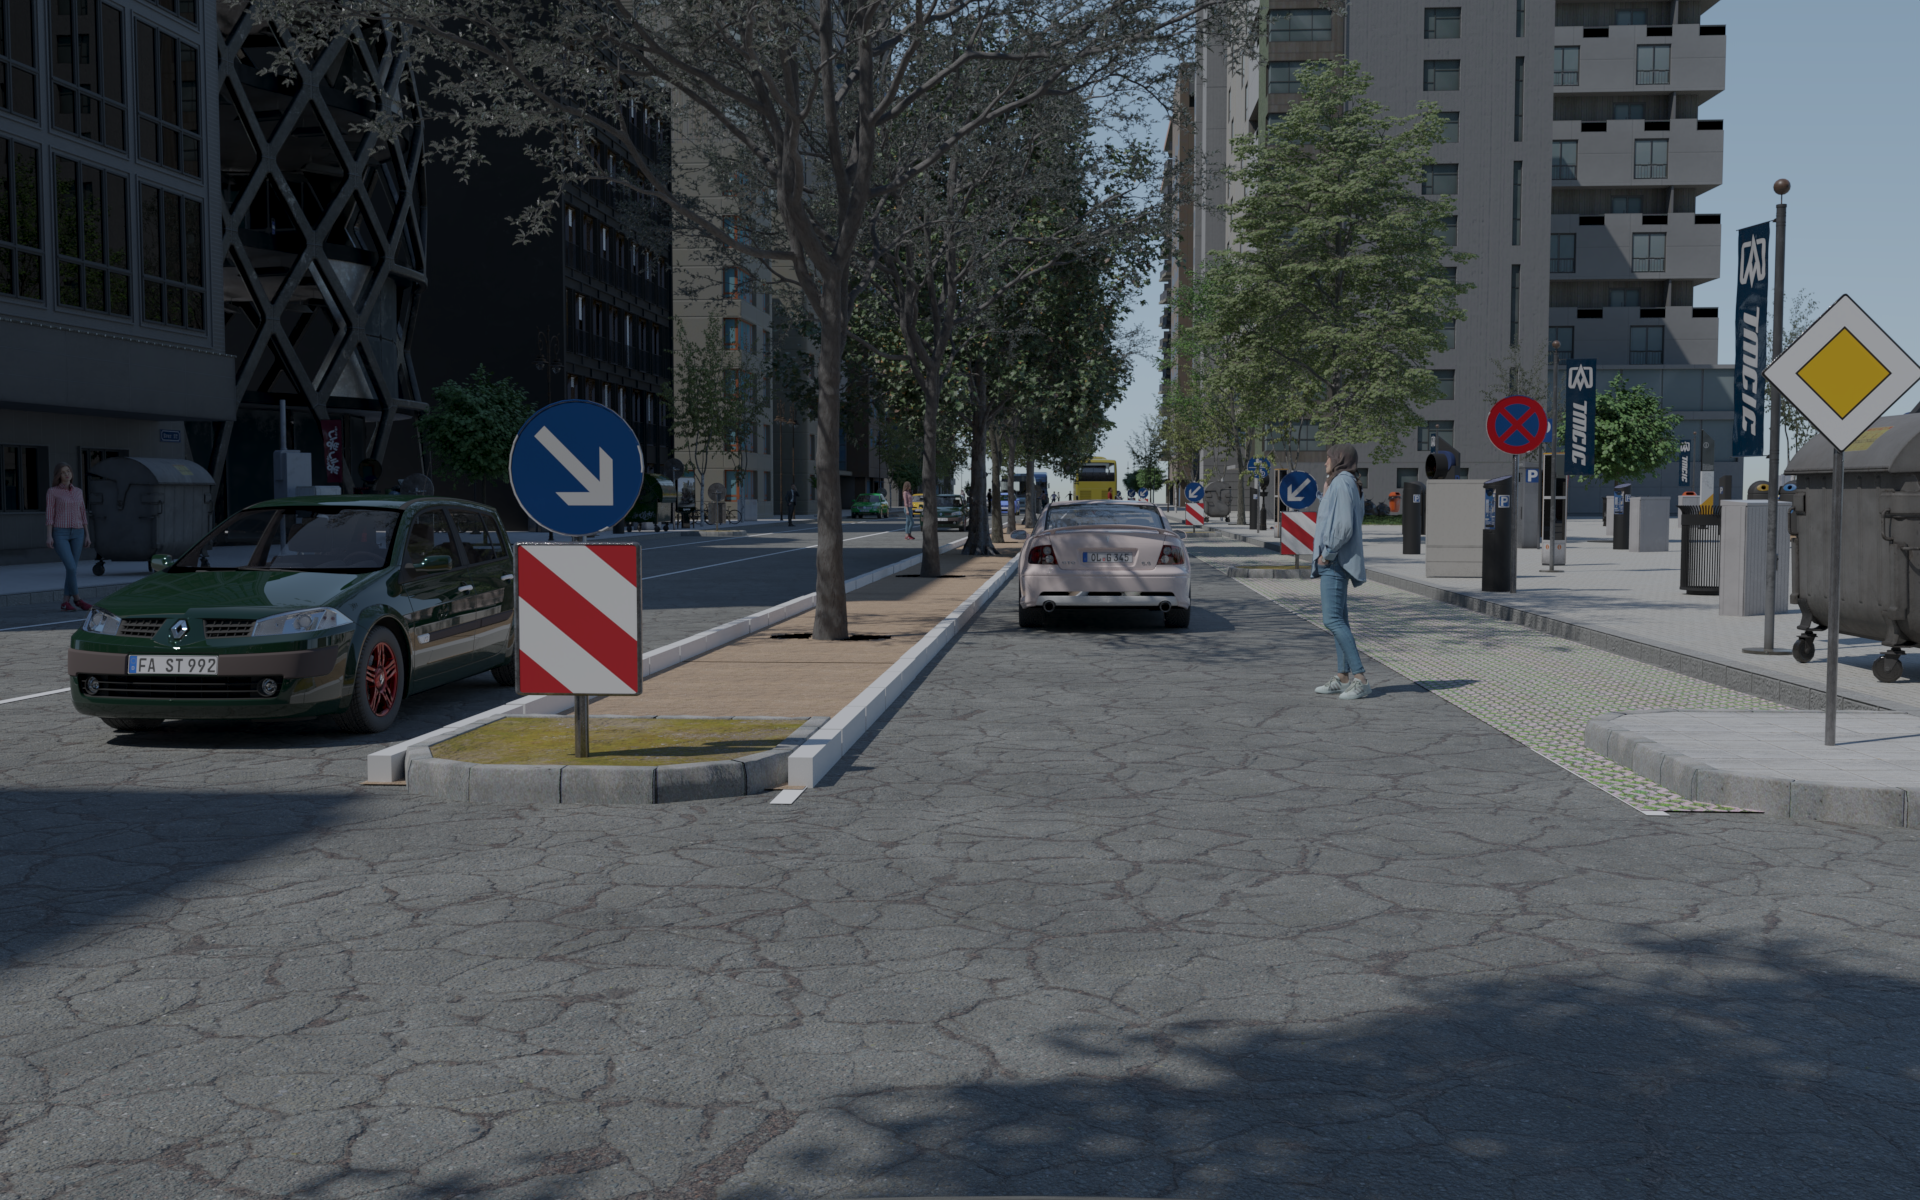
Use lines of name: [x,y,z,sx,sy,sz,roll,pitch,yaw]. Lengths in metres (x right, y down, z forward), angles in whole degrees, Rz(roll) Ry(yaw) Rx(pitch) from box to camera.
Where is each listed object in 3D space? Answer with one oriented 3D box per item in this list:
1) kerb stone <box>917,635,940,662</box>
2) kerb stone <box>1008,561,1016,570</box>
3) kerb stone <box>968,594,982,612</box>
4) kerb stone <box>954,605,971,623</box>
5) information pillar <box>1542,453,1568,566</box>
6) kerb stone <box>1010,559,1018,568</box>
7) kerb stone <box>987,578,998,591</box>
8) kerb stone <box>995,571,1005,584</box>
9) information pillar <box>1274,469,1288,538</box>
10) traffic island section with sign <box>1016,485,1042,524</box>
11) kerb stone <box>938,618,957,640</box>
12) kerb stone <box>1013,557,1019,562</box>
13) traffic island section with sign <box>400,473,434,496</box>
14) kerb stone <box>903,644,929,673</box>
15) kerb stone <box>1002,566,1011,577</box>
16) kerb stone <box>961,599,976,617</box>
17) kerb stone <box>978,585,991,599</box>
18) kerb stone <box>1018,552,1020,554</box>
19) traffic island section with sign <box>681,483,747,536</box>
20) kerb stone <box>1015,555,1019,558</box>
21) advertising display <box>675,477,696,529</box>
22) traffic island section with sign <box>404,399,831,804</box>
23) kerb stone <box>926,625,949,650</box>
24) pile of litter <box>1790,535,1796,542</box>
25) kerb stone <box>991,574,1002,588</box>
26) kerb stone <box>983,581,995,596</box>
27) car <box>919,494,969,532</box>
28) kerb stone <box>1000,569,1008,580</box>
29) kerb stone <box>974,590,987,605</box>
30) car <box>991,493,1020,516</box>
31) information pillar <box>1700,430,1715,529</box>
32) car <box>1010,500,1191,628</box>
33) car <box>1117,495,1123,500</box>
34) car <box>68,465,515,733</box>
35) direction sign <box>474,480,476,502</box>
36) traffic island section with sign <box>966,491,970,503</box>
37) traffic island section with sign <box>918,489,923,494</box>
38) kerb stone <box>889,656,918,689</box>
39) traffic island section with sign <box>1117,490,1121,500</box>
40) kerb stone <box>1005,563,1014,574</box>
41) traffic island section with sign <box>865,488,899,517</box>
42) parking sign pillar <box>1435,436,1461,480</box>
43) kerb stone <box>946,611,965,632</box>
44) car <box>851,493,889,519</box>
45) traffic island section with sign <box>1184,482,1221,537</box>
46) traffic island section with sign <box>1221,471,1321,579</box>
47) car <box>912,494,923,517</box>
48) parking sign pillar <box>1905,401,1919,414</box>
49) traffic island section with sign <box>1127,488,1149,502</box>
kerb stone: [-0.302,0.440,15.070,0.120,0.150,1.000,0,4,4]
kerb stone: [0.887,-0.564,31.410,0.120,0.150,1.000,0,4,4]
kerb stone: [0.150,0.061,21.195,0.120,0.150,1.000,0,4,4]
kerb stone: [-0.002,0.186,19.157,0.120,0.150,1.000,0,4,4]
information pillar: [10.643,-1.621,30.992,0.304,2.012,0.304,-1,4,-20]
kerb stone: [0.954,-0.626,32.430,0.120,0.150,1.000,0,4,4]
kerb stone: [0.435,-0.186,25.274,0.120,0.150,1.000,0,4,4]
kerb stone: [0.594,-0.313,27.311,0.120,0.150,1.000,0,4,4]
information pillar: [9.384,-2.822,50.632,0.304,2.012,0.304,-1,4,-13]
traffic island section with sign: [3.621,-4.634,83.908,2.006,1.907,1.989,0,4,4]
kerb stone: [-0.154,0.311,17.116,0.120,0.150,1.000,0,4,4]
kerb stone: [1.026,-0.689,33.454,0.120,0.150,1.000,0,4,4]
traffic island section with sign: [-10.404,-1.468,32.626,1.989,1.847,2.006,0,4,4]
kerb stone: [-0.376,0.498,14.050,0.120,0.150,1.000,0,4,4]
kerb stone: [0.745,-0.438,29.356,0.120,0.150,1.000,0,4,4]
kerb stone: [0.069,0.125,20.176,0.120,0.150,1.000,0,4,4]
kerb stone: [0.291,-0.061,23.235,0.120,0.150,1.000,0,4,4]
kerb stone: [1.257,-0.875,36.520,0.120,0.150,1.000,0,4,4]
traffic island section with sign: [-8.439,-3.128,59.778,1.989,1.847,2.006,0,4,4]
kerb stone: [1.109,-0.751,34.476,0.120,0.150,1.000,0,4,4]
advertising display: [-10.191,-3.614,64.295,0.123,1.923,0.974,2,4,34]
traffic island section with sign: [-1.792,-0.051,8.964,2.006,1.907,1.989,0,4,4]
kerb stone: [-0.229,0.373,16.089,0.120,0.150,1.000,0,4,4]
pile of litter: [21.934,-1.996,46.600,1.719,0.858,1.176,0,4,1]
kerb stone: [0.515,-0.251,26.292,0.120,0.150,1.000,0,4,4]
kerb stone: [0.370,-0.126,24.254,0.120,0.150,1.000,0,4,4]
car: [-0.531,-3.501,67.028,2.009,1.686,4.222,0,4,5]
kerb stone: [0.659,-0.375,28.331,0.120,0.150,1.000,0,4,4]
kerb stone: [0.219,0.005,22.216,0.120,0.150,1.000,0,4,4]
car: [3.078,-6.513,116.072,1.945,1.707,3.694,0,4,6]
information pillar: [27.203,-4.388,63.093,0.504,3.616,0.183,-1,4,-8]
car: [1.610,-0.466,19.978,2.083,1.381,4.827,0,4,3]
car: [18.876,-12.203,209.745,2.015,1.641,3.980,0,4,3]
car: [-4.189,-0.116,11.679,2.009,1.686,4.222,0,4,5]
direction sign: [-15.451,-3.862,55.142,0.876,3.537,0.379,1,4,9]
traffic island section with sign: [1.087,-11.180,191.423,1.989,1.847,2.006,0,4,4]
traffic island section with sign: [-2.931,-7.787,135.940,1.989,1.847,2.006,0,4,4]
kerb stone: [-0.443,0.562,13.027,0.120,0.150,1.000,0,4,4]
traffic island section with sign: [13.295,-7.763,135.558,1.989,1.847,2.006,0,4,4]
kerb stone: [0.815,-0.501,30.385,0.120,0.150,1.000,0,4,4]
traffic island section with sign: [-4.891,-6.131,108.866,1.989,1.847,2.006,0,4,4]
parking sign pillar: [21.700,-5.442,77.447,1.447,3.967,1.447,-3,4,-37]
kerb stone: [-0.073,0.248,18.136,0.120,0.150,1.000,0,4,4]
car: [-5.261,-5.661,101.357,1.959,1.807,4.718,0,4,5]
traffic island section with sign: [7.689,-3.015,57.921,1.989,1.847,2.006,0,4,4]
traffic island section with sign: [5.670,-1.311,30.067,1.989,1.847,2.006,0,4,4]
car: [-2.335,-5.916,106.956,2.015,1.641,3.980,0,4,4]
parking sign pillar: [22.344,-3.176,40.395,1.447,3.967,1.447,-2,4,-33]
traffic island section with sign: [11.361,-6.116,108.626,1.989,1.847,2.006,0,4,4]
